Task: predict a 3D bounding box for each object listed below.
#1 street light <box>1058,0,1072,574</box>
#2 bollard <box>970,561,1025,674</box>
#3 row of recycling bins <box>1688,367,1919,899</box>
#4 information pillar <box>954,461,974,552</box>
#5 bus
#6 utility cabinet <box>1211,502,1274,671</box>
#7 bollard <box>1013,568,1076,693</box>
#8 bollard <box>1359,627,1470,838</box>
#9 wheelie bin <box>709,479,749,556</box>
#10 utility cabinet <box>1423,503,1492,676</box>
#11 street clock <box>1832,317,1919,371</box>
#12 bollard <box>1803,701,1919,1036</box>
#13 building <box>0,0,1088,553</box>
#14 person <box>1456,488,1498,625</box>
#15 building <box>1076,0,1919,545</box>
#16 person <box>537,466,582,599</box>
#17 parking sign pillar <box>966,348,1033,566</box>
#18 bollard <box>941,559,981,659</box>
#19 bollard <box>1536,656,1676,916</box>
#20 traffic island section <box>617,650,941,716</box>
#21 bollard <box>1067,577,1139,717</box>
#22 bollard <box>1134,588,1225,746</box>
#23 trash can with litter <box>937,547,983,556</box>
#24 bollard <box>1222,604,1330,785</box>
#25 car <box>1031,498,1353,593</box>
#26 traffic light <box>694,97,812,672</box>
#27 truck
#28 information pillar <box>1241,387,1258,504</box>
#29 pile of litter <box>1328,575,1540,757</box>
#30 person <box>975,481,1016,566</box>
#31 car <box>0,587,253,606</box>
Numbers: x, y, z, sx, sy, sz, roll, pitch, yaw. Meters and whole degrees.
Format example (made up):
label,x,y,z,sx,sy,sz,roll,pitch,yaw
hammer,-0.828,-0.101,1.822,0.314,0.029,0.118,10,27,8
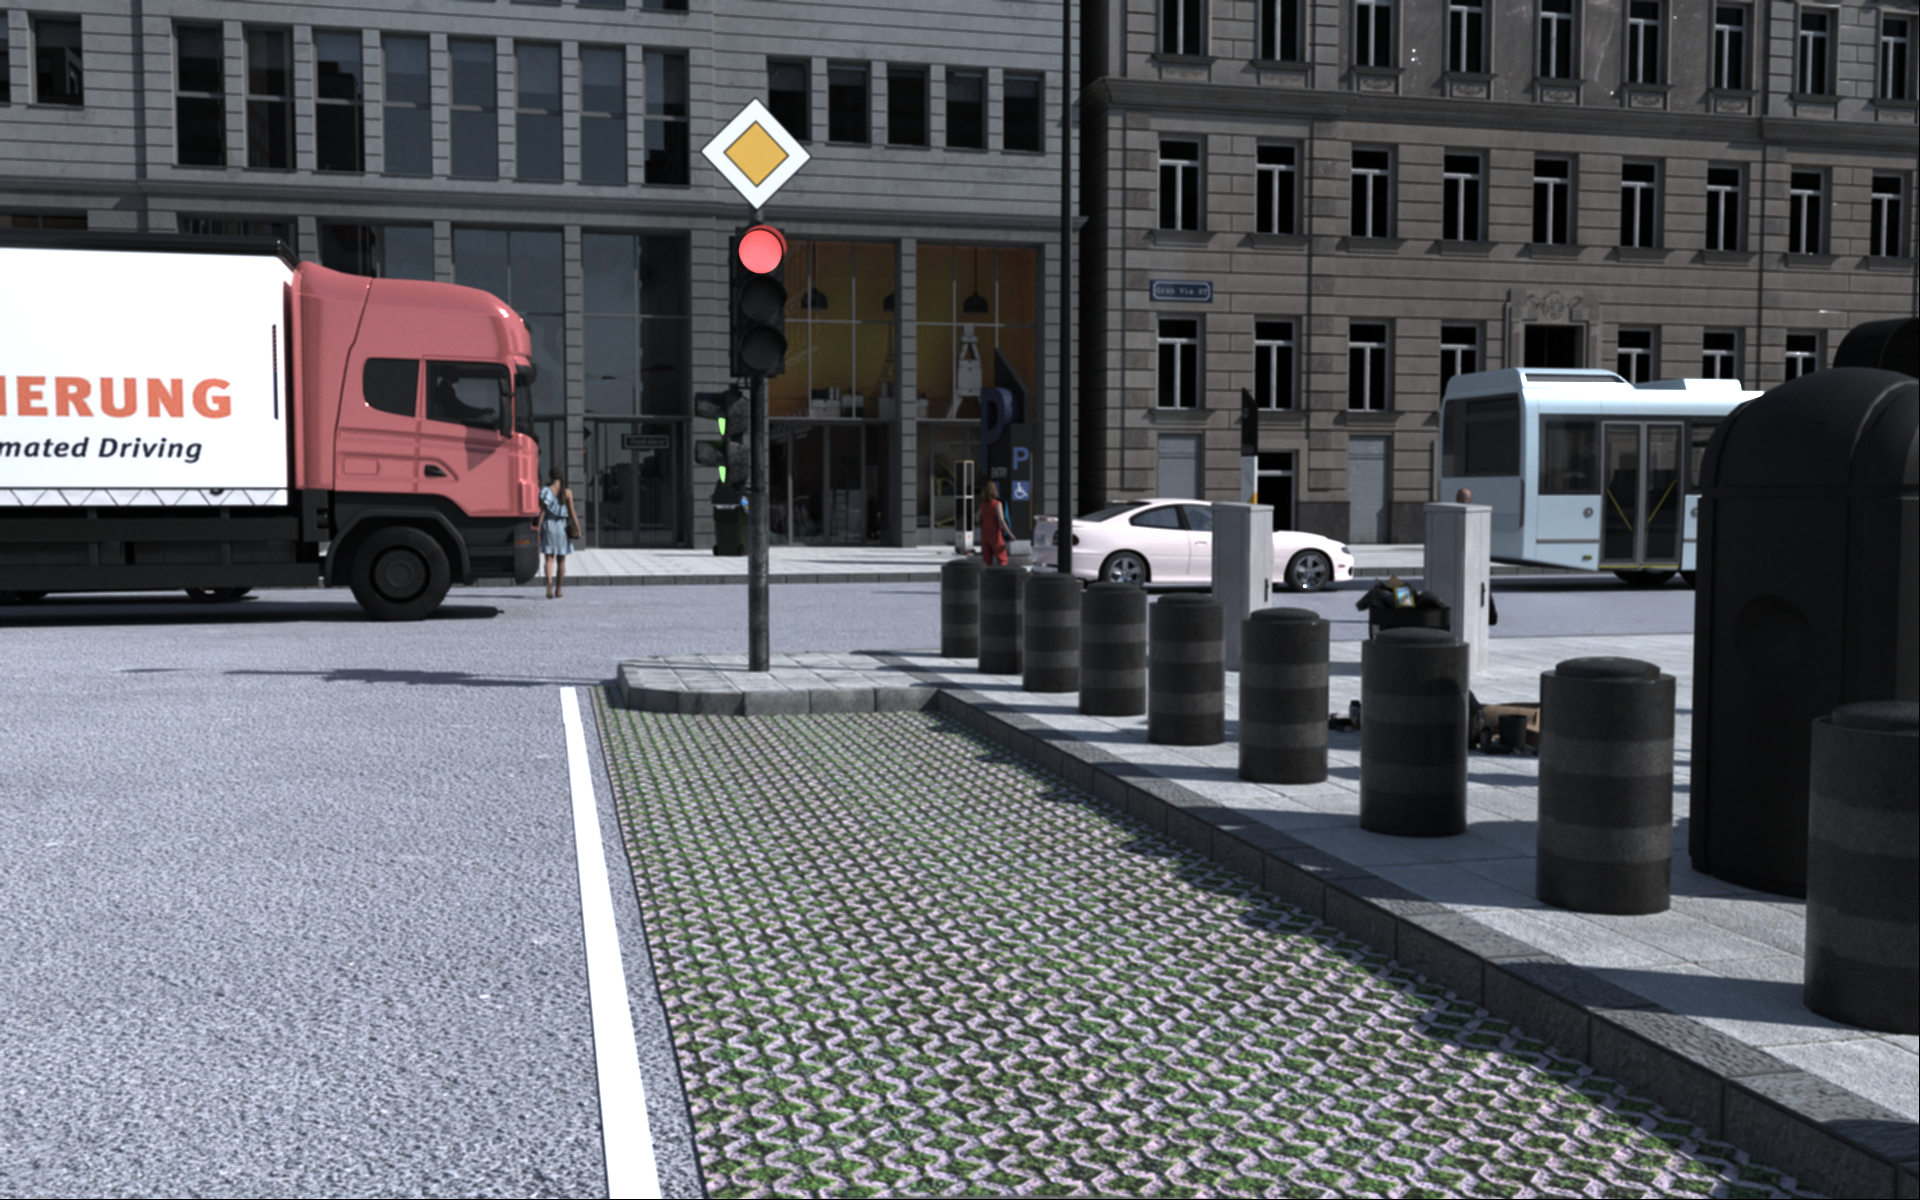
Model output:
label,x,y,z,sx,sy,sz,roll,pitch,yaw
street light,0.207,-2.405,11.867,1.470,5.913,1.316,-1,4,-13
bollard,0.330,0.136,12.499,0.404,0.777,0.398,0,3,0
row of recycling bins,4.263,0.073,5.925,3.534,1.692,1.069,-1,4,-10
information pillar,0.090,-2.072,38.362,0.304,2.012,0.304,3,5,40
bus,14.266,-1.997,27.509,13.247,3.499,2.948,-1,4,-13
utility cabinet,2.128,-0.111,12.985,0.306,1.237,1.020,1,4,19
bollard,0.608,0.207,11.330,0.404,0.777,0.398,0,3,0
bollard,1.739,0.494,6.636,0.404,0.777,0.398,0,3,0
wheelie bin,-4.737,-1.710,35.861,0.980,1.594,0.693,1,4,18
utility cabinet,3.578,-0.078,12.430,0.306,1.237,1.020,2,4,27
street clock,3.878,-0.163,7.230,0.471,2.002,0.358,-1,4,-23
bollard,2.309,0.639,4.268,0.404,0.777,0.398,0,3,0
building,-12.708,-16.243,43.059,29.804,29.767,11.434,-1,4,-13
person,5.620,-0.484,19.110,0.574,1.496,0.600,1,4,10
building,13.984,-15.430,49.549,25.104,27.353,12.463,-1,4,-13
person,-5.521,-0.930,23.803,0.616,1.811,0.778,0,4,-8
parking sign pillar,0.830,-2.628,31.439,1.447,3.967,1.447,-1,4,-23
bollard,0.048,0.064,13.679,0.404,0.777,0.398,0,3,0
bollard,2.028,0.567,5.442,0.404,0.777,0.398,0,3,0
traffic island section,-1.434,0.594,12.566,2.009,0.180,2.903,-1,4,-13
bollard,0.896,0.279,10.148,0.404,0.777,0.398,0,3,0
bollard,1.174,0.351,8.979,0.404,0.777,0.398,0,3,0
trash can with litter,0.458,-1.559,36.543,1.678,1.210,2.233,-3,5,-41
bollard,1.459,0.422,7.812,0.404,0.777,0.398,0,3,0
car,3.447,-0.811,25.622,4.827,1.381,2.083,-1,4,-12
traffic light,-1.476,-1.439,12.442,0.839,4.253,0.868,-1,4,-13
truck,-9.859,-1.872,19.520,11.283,4.237,2.839,-1,4,-15
information pillar,6.327,-2.849,37.937,0.183,3.616,0.504,-2,4,-29
pile of litter,2.589,0.287,9.267,1.176,0.858,1.719,0,4,-3
person,0.503,-0.886,24.696,0.444,1.614,0.593,-1,4,-21
car,-11.337,-0.815,23.119,4.222,1.686,2.009,-1,4,-12
